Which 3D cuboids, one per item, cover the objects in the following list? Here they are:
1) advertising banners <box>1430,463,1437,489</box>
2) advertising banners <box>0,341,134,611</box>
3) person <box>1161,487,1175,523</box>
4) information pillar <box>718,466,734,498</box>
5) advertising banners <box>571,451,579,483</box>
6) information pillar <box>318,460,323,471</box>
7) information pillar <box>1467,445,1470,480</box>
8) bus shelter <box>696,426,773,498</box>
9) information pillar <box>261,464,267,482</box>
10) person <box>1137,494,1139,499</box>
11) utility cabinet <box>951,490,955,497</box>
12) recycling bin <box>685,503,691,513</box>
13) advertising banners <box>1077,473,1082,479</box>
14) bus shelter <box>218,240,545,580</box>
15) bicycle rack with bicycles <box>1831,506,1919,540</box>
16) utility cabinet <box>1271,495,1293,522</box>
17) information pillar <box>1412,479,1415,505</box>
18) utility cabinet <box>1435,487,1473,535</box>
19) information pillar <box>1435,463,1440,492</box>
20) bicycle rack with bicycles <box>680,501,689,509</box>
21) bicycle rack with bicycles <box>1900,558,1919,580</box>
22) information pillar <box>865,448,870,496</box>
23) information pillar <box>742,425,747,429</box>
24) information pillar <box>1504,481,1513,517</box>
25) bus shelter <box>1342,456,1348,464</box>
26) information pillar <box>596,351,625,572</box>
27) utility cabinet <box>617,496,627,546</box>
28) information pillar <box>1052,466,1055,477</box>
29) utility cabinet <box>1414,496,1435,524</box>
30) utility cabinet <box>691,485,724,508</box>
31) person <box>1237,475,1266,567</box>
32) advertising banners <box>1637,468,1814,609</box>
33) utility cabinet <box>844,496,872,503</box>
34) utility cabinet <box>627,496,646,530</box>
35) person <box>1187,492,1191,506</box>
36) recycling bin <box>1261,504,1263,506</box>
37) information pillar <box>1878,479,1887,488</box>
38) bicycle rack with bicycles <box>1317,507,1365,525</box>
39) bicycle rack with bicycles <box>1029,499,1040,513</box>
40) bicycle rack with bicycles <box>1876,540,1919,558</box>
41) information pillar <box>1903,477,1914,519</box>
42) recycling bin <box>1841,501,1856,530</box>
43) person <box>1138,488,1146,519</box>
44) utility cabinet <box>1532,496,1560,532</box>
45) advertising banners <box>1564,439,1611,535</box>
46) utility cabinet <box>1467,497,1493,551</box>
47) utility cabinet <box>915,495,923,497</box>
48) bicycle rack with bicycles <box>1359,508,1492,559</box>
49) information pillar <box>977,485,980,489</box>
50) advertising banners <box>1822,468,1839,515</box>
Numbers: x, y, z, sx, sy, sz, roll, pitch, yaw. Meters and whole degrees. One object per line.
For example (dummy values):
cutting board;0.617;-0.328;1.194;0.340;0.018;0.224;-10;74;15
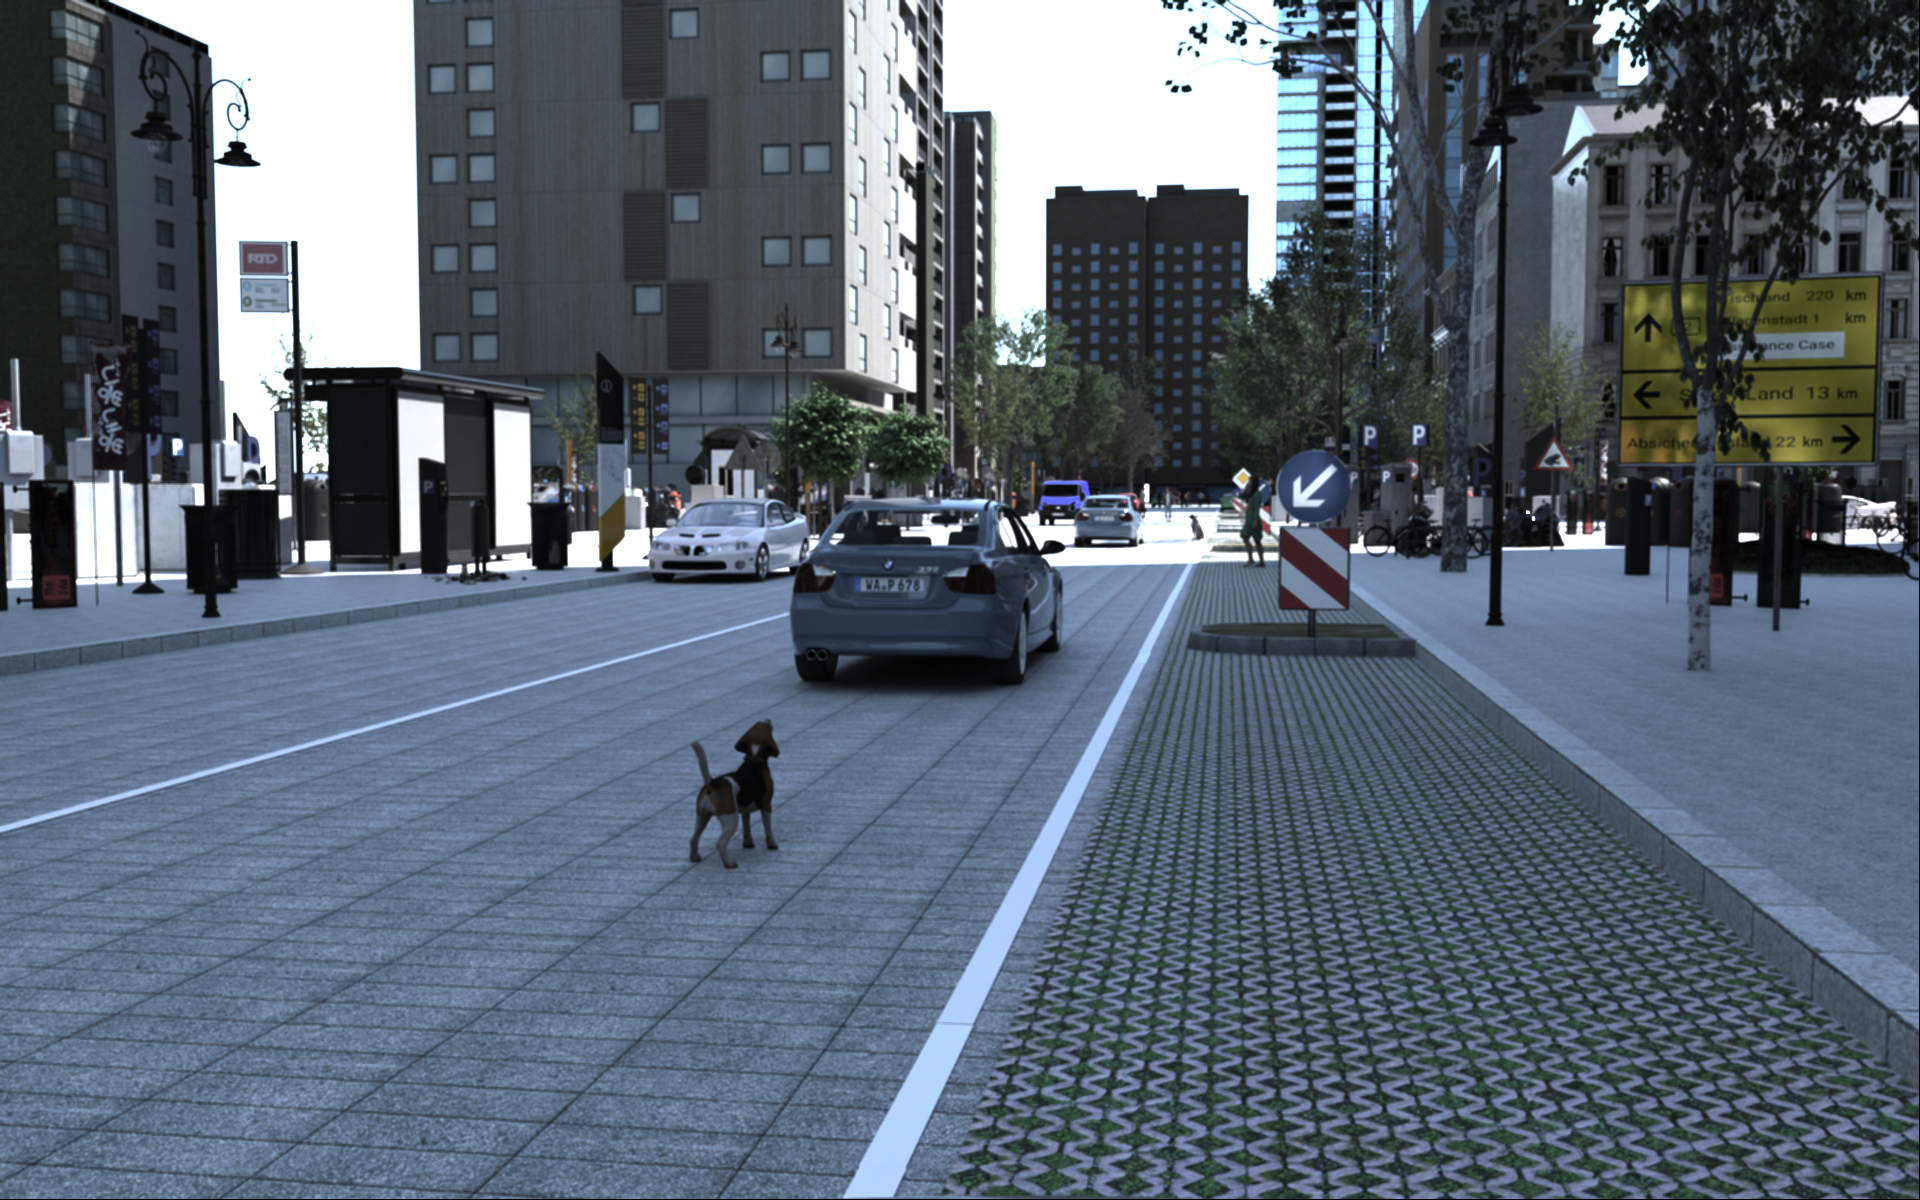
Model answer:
advertising banners;27.039;-6.151;96.762;0.090;3.025;2.074;-2;4;-32
advertising banners;-10.214;-1.420;19.400;0.090;3.025;2.074;2;4;35
person;10.330;-4.729;86.173;0.623;1.781;0.721;-1;4;-14
information pillar;-6.162;-2.521;45.711;0.304;2.012;0.304;3;4;39
advertising banners;-14.888;-4.484;69.504;2.074;3.025;0.090;2;4;27
information pillar;-44.461;-7.897;120.467;0.504;3.616;0.183;2;4;32
information pillar;22.595;-5.257;77.298;0.183;3.616;0.504;3;4;36
bus shelter;-6.489;-3.712;54.612;2.014;3.302;5.546;1;4;9
information pillar;-52.756;-8.556;131.249;0.504;3.616;0.183;-2;4;-31
person;15.614;-8.573;151.920;0.557;1.426;1.065;-1;4;-9
utility cabinet;-0.122;-5.957;106.083;0.318;1.500;1.173;-3;4;-38
recycling bin;-7.496;-2.298;50.133;0.722;1.027;0.722;-3;4;-36
advertising banners;9.403;-9.095;144.893;0.090;3.025;2.074;-3;5;-43
bus shelter;-9.918;-3.203;29.998;2.179;5.291;8.768;1;4;9
bicycle rack with bicycles;28.152;-2.405;52.709;2.925;0.926;2.852;-1;4;-16
utility cabinet;14.677;-4.144;78.916;1.020;1.237;0.306;-2;4;-24
information pillar;33.026;-8.273;126.618;0.504;3.616;0.183;3;4;36
utility cabinet;15.489;-2.792;54.330;1.173;1.500;0.318;-1;4;-18
information pillar;36.217;-8.557;131.265;0.183;3.616;0.504;-1;4;-19
bicycle rack with bicycles;-13.159;-4.567;88.045;2.852;0.926;2.925;3;4;39
bicycle rack with bicycles;15.470;-0.698;24.793;2.852;0.926;2.925;-1;4;-9
information pillar;-3.591;-4.620;66.886;0.183;3.616;0.504;-1;4;-16
information pillar;-7.098;-4.093;58.278;0.504;3.616;0.183;0;4;0
information pillar;30.910;-5.696;97.622;0.304;2.012;0.304;-3;4;-36
bus shelter;22.122;-6.857;103.388;1.731;3.624;6.357;1;4;9
information pillar;-5.785;-2.281;28.646;0.183;3.616;0.504;3;5;45
utility cabinet;-8.569;-1.932;42.742;0.306;1.237;1.020;0;4;5
information pillar;7.848;-9.439;145.678;0.183;3.616;0.504;1;4;18
utility cabinet;19.854;-3.819;73.607;1.020;1.237;0.306;0;4;-2
utility cabinet;-5.995;-1.991;41.238;0.318;1.500;1.173;-2;4;-35
person;5.725;-1.526;33.692;0.529;1.795;0.600;-1;4;-15
advertising banners;8.685;-1.450;19.903;2.074;3.025;0.090;3;5;43
utility cabinet;-3.798;-3.261;64.476;1.020;1.237;0.306;0;4;-5
utility cabinet;-11.639;-3.092;61.712;1.020;1.237;0.306;3;4;37
person;26.721;-11.804;202.418;0.530;1.710;0.541;-1;4;-14
recycling bin;22.023;-6.959;126.336;0.722;1.027;0.722;2;4;32
information pillar;43.690;-4.745;82.073;0.304;2.012;0.304;-2;4;-29
bicycle rack with bicycles;11.299;-2.176;48.955;2.925;0.926;2.852;0;4;-5
bicycle rack with bicycles;6.901;-7.655;138.538;2.925;0.926;2.852;3;4;38
bicycle rack with bicycles;21.292;-1.413;36.479;2.852;0.926;2.925;-3;5;-41
information pillar;41.735;-4.388;76.233;0.304;2.012;0.304;1;4;10
recycling bin;31.592;-3.031;62.112;0.722;1.027;0.722;-2;4;-26
person;10.401;-5.522;98.969;0.473;1.802;0.592;3;5;42
utility cabinet;18.998;-2.754;56.192;0.306;1.237;1.020;-1;4;-19
advertising banners;19.759;-3.565;54.479;2.074;3.025;0.090;-2;4;-31
utility cabinet;11.777;-1.724;39.353;0.306;1.237;1.020;-1;4;-10
utility cabinet;-2.229;-5.028;93.369;0.306;1.237;1.020;1;4;14
bicycle rack with bicycles;9.699;-1.334;35.201;2.925;0.926;2.852;0;4;8
information pillar;1.579;-8.270;139.702;0.304;2.012;0.304;-3;5;-43
advertising banners;23.457;-3.180;48.185;2.074;3.025;0.090;1;4;12
